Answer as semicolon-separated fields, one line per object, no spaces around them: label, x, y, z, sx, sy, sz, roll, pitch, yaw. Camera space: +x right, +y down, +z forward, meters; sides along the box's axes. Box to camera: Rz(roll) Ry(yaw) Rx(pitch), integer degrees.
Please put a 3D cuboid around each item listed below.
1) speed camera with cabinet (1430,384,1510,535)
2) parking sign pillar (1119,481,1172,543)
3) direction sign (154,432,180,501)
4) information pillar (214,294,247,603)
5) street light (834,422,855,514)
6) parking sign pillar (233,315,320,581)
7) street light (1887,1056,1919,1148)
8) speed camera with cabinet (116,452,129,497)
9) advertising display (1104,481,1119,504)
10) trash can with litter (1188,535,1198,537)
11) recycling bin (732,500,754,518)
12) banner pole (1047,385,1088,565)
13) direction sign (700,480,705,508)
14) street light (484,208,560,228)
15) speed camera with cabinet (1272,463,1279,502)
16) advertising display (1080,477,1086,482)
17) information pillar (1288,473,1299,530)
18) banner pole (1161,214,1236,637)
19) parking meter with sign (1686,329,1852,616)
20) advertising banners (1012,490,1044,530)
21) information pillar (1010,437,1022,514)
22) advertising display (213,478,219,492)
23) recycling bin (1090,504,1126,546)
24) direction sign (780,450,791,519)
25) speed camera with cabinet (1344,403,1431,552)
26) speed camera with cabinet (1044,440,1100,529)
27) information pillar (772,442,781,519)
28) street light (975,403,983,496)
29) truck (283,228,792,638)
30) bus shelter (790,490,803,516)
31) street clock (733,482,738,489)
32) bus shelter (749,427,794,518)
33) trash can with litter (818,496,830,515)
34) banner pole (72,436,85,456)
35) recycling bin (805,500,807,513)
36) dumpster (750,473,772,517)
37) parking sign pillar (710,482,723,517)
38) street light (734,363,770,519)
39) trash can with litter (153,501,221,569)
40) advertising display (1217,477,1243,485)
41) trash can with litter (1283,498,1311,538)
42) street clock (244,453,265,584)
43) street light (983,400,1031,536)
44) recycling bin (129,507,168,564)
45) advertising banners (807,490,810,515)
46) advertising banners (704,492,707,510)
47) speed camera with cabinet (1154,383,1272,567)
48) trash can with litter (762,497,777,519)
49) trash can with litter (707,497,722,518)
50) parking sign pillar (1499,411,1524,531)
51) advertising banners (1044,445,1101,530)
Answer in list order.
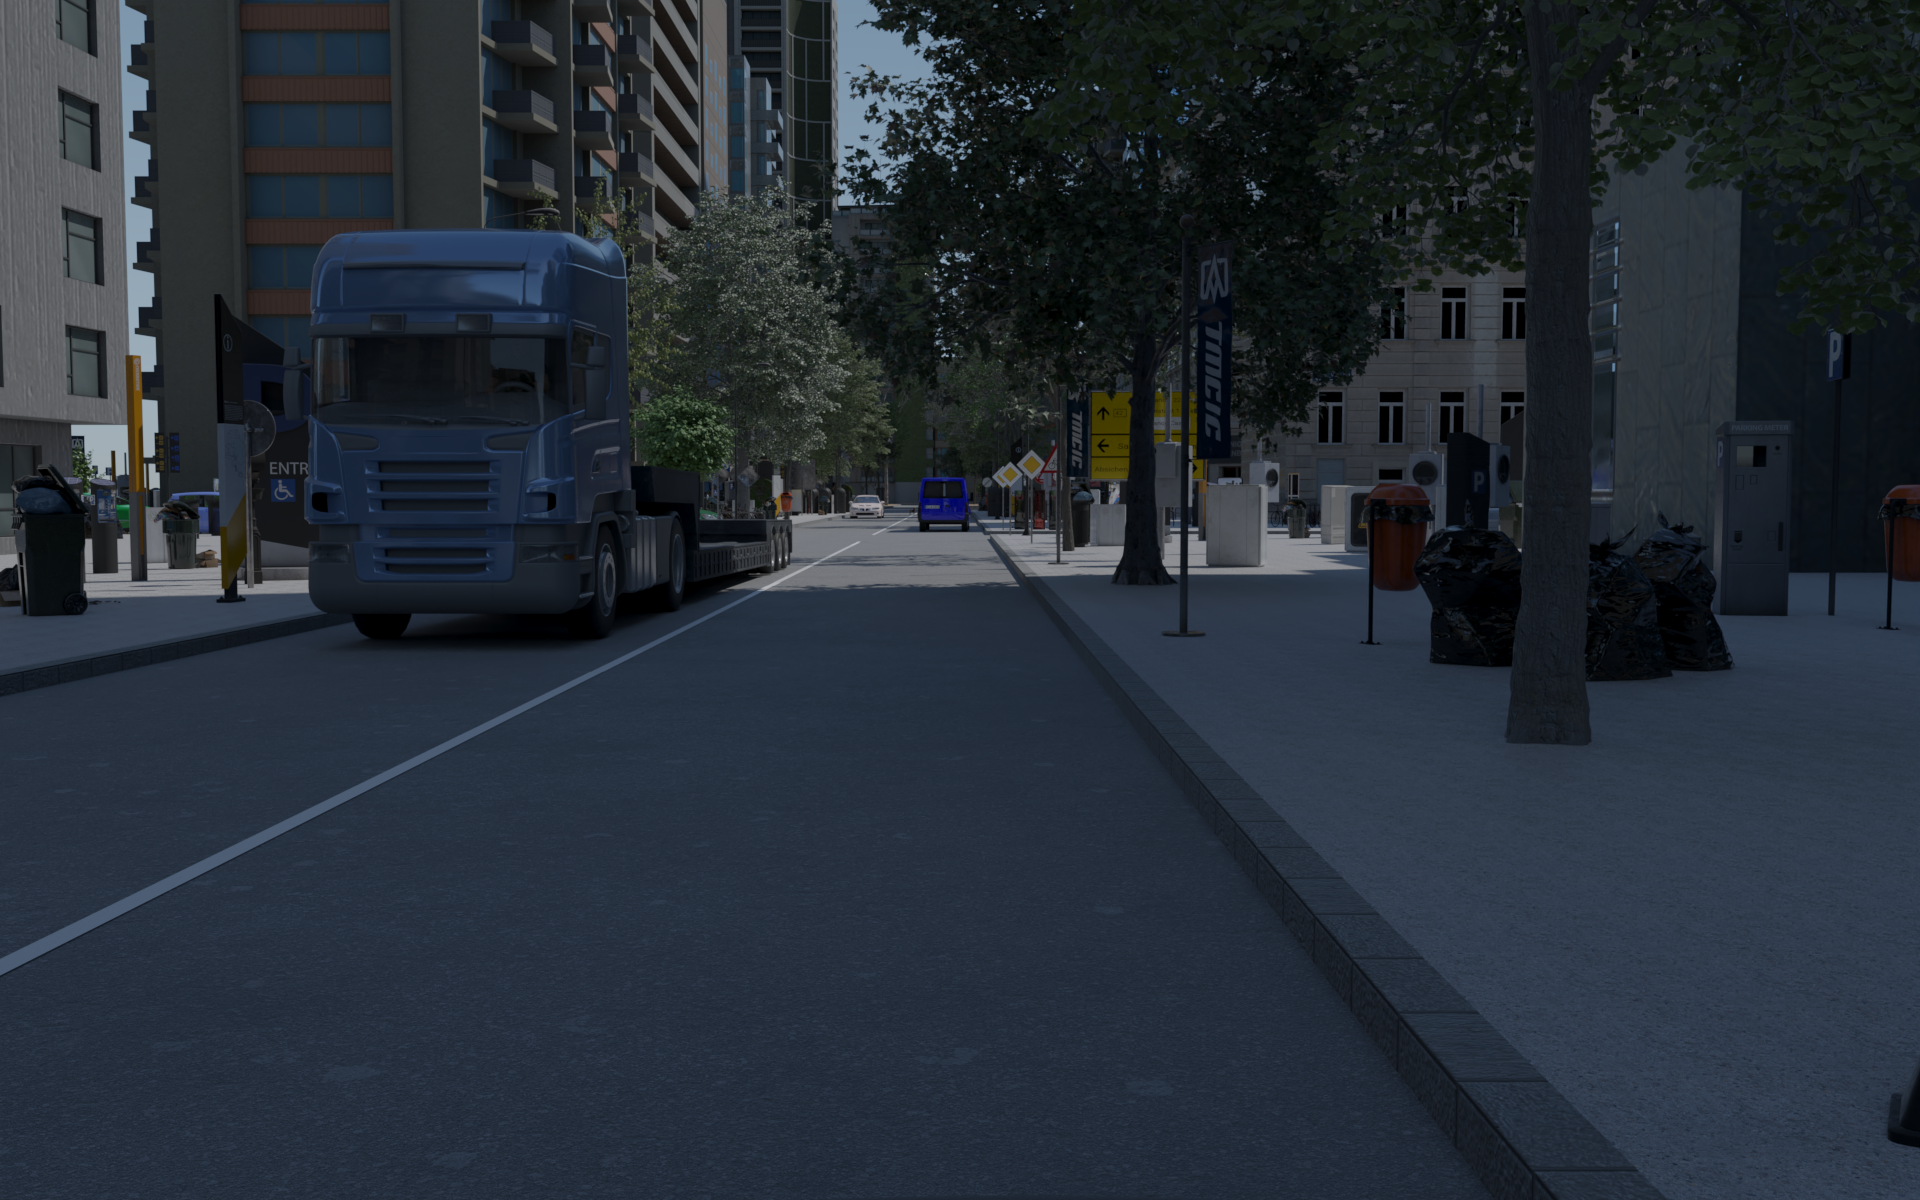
speed camera with cabinet;9.100;-2.221;30.651;0.660;3.252;2.038;3;4;38
parking sign pillar;4.870;-3.491;45.549;1.447;3.967;1.447;-1;4;-17
direction sign;-29.131;-4.386;63.713;0.876;3.537;0.379;0;4;-7
information pillar;-8.647;-1.785;20.539;0.183;3.616;0.504;0;4;5
street light;-7.429;-8.506;111.606;1.470;5.913;1.316;0;4;0
parking sign pillar;-10.272;-2.308;26.206;1.447;3.967;1.447;-2;4;-23
street light;1.484;-1.881;3.301;1.470;5.913;1.316;0;4;0
speed camera with cabinet;-40.188;-5.406;82.724;0.660;3.252;2.038;-3;4;-38
advertising display;4.196;-2.597;47.682;0.123;1.923;0.974;2;4;25
trash can with litter;7.790;-2.452;51.144;2.233;1.210;1.678;2;4;27
recycling bin;-9.036;-3.651;72.251;0.722;1.027;0.722;-2;4;-31
banner pole;2.005;-2.546;31.643;0.863;3.779;0.401;-2;4;-27
direction sign;-16.219;-7.161;109.075;0.379;3.537;0.876;1;4;17
street light;-7.203;-3.409;28.284;1.470;5.913;1.316;0;4;0
speed camera with cabinet;8.047;-3.294;48.186;2.038;3.252;0.660;-3;5;-42
advertising display;4.773;-3.807;67.461;0.123;1.923;0.974;0;4;-2
information pillar;11.896;-3.504;61.788;0.304;2.012;0.304;-1;4;-10
banner pole;2.151;-1.554;15.418;0.401;3.779;0.863;-2;4;-32
parking meter with sign;8.398;-1.352;18.374;1.738;3.016;0.543;1;4;11
advertising banners;2.828;-4.052;62.437;2.074;3.025;0.090;2;4;27
information pillar;2.293;-4.823;70.216;0.504;3.616;0.183;0;4;1
advertising display;-30.047;-3.973;70.178;0.123;1.923;0.974;-3;4;-37
recycling bin;3.657;-1.851;42.814;0.722;1.027;0.722;-1;4;-13
direction sign;-8.974;-5.943;89.164;0.876;3.537;0.379;3;5;44
speed camera with cabinet;9.524;-2.670;37.996;2.038;3.252;0.660;1;4;22
speed camera with cabinet;4.119;-4.246;63.750;2.038;3.252;0.660;1;4;9
information pillar;-8.204;-5.255;77.274;0.183;3.616;0.504;2;4;34
street light;1.348;-6.987;86.775;1.470;5.913;1.316;0;4;0
truck;-4.594;-2.103;24.137;2.967;4.110;18.799;0;4;1
bus shelter;-10.054;-6.766;104.541;2.014;3.302;5.546;0;4;0
street clock;-11.461;-5.183;89.312;0.471;2.002;0.358;2;4;35
bus shelter;-10.699;-7.226;95.785;2.179;5.291;8.768;0;3;0
trash can with litter;-8.241;-5.696;104.508;0.624;1.170;1.055;0;4;6
banner pole;-33.292;-4.591;65.081;0.863;3.779;0.401;-1;4;-22
recycling bin;-11.088;-6.687;121.881;0.722;1.027;0.722;-3;4;-37
dumpster;-9.066;-4.698;79.305;1.502;2.255;1.985;0;4;0
parking sign pillar;-13.122;-6.387;92.907;1.447;3.967;1.447;-1;4;-10
street light;-7.411;-5.436;61.421;1.470;5.913;1.316;0;4;0
trash can with litter;-13.317;-1.133;29.911;0.624;1.170;1.055;1;4;17
advertising display;10.219;-3.691;65.566;0.974;1.923;0.123;1;4;19
trash can with litter;9.775;-2.370;50.142;0.624;1.170;1.055;2;4;27
street clock;-10.070;-1.227;24.627;0.471;2.002;0.358;3;5;44
street light;1.531;-4.936;53.242;1.470;5.913;1.316;0;4;0
recycling bin;-15.033;-1.213;32.391;0.722;1.027;0.722;3;5;45
advertising banners;-9.528;-6.908;109.129;0.090;3.025;2.074;0;3;0
advertising banners;-19.503;-8.424;133.919;2.074;3.025;0.090;-1;4;-15
speed camera with cabinet;4.420;-2.233;30.847;2.038;3.252;0.660;1;4;22
trash can with litter;-7.972;-3.645;70.981;0.624;1.170;1.055;-3;5;-43
trash can with litter;-10.409;-3.873;74.715;1.055;1.170;0.624;2;4;33
parking sign pillar;14.854;-3.484;45.438;1.447;3.967;1.447;1;4;11
advertising banners;4.110;-4.004;61.655;2.074;3.025;0.090;0;4;-7
